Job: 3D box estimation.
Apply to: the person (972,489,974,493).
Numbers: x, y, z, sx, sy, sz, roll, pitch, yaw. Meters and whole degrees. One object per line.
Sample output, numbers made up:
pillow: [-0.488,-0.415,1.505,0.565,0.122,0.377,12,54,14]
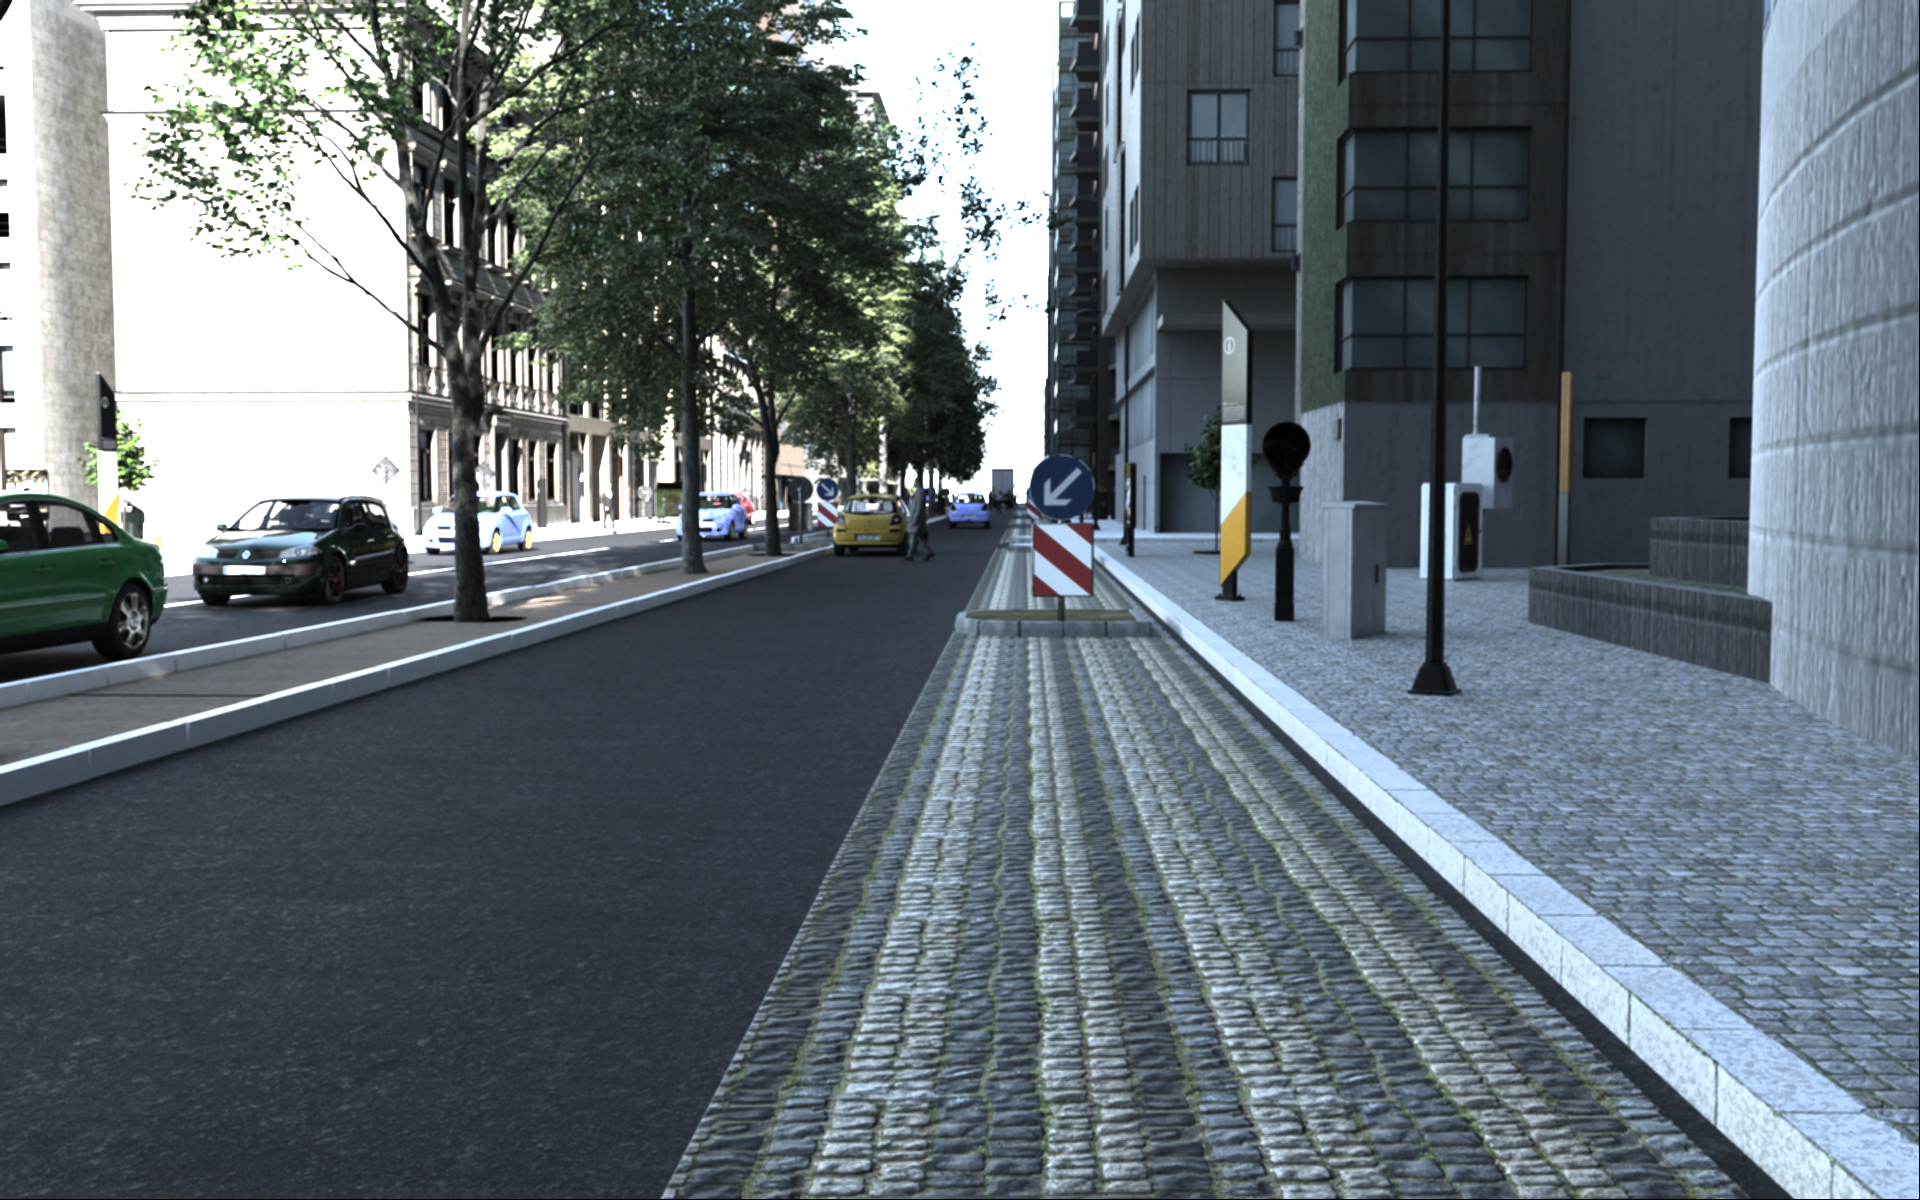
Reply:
person: [1.031,-7.836,136.621,1.348,1.824,0.705,0,4,1]

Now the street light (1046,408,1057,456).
street light: [5.577,-7.433,94.066,1.470,5.913,1.316,0,4,2]

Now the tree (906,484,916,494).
tree: [-8.891,-17.922,287.624,1.663,3.219,1.824,0,3,0]

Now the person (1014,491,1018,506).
person: [6.979,-12.731,216.590,0.705,1.831,1.348,-1,4,-18]

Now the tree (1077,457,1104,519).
tree: [6.446,-5.812,89.622,1.663,3.219,1.824,0,3,0]

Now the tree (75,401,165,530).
tree: [-17.231,-2.526,35.897,1.663,3.219,1.824,0,3,0]

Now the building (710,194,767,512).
building: [-19.547,-17.652,117.488,11.050,23.489,19.941,0,4,2]

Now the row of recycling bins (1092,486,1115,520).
row of recycling bins: [8.370,-4.887,87.012,3.534,1.692,1.069,1,4,13]

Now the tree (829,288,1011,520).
tree: [-2.123,-10.626,93.199,9.611,12.733,9.660,0,3,0]

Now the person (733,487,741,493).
person: [-12.648,-5.478,98.042,0.580,1.828,0.573,1,4,17]

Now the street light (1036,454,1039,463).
street light: [8.456,-12.099,170.355,1.470,5.913,1.316,0,4,2]

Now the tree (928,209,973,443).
tree: [-3.462,-8.289,56.106,7.486,12.596,7.792,0,3,0]

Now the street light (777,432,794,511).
street light: [-12.976,-9.556,128.783,1.470,5.913,1.316,0,4,2]

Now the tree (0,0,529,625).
tree: [-5.599,-5.568,19.248,9.928,11.665,9.643,0,3,0]

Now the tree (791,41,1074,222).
tree: [-2.057,-13.053,71.755,12.611,20.169,13.585,0,3,0]

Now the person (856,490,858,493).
person: [-7.641,-7.361,129.558,1.217,1.736,0.721,0,4,-7]

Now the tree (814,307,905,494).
tree: [-3.683,-6.705,62.439,4.737,8.622,4.395,0,3,0]

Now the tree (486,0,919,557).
tree: [-4.419,-6.821,39.740,9.928,11.665,9.643,0,3,0]

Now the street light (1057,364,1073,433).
street light: [4.319,-5.464,61.873,1.470,5.913,1.316,0,4,2]

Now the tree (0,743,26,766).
tree: [-5.729,-4.933,8.865,9.928,11.665,9.643,0,3,0]

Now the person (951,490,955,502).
person: [-0.641,-9.706,167.125,0.705,1.831,1.348,1,4,9]

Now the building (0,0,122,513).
building: [-36.020,-12.406,57.590,16.860,20.320,10.420,0,4,2]

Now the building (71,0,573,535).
building: [-21.319,-12.092,62.331,10.561,19.102,19.286,0,4,2]

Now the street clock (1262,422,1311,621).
street clock: [3.290,-0.792,17.519,0.471,2.002,0.358,0,4,8]

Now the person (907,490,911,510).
person: [-3.952,-7.421,130.504,0.551,1.740,0.621,1,4,16]

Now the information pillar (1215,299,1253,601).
information pillar: [3.302,-1.798,20.757,0.183,3.616,0.504,-2,4,-30]

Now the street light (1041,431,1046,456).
street light: [6.850,-9.432,126.755,1.470,5.913,1.316,0,4,2]

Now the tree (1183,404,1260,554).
tree: [5.658,-2.610,37.279,1.663,3.219,1.824,0,3,0]

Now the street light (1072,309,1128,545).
street light: [3.656,-4.350,43.669,1.470,5.913,1.316,0,4,2]

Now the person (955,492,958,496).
person: [-0.380,-16.753,283.192,1.217,1.735,0.721,0,4,2]

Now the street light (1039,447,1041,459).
street light: [7.230,-10.130,138.161,1.470,5.913,1.316,0,4,2]

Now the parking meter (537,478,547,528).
parking meter: [-15.635,-3.612,64.762,0.255,1.863,0.399,-2,4,-31]

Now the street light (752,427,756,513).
street light: [-13.457,-8.828,116.884,1.470,5.913,1.316,0,4,2]

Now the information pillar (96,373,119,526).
information pillar: [-16.617,-2.594,33.763,0.183,3.616,0.504,0,4,8]

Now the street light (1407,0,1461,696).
street light: [2.521,-2.354,11.033,1.470,5.913,1.316,0,4,2]

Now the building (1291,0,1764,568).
building: [13.913,-16.149,35.737,14.160,30.474,14.107,0,4,2]

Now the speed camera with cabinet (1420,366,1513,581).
speed camera with cabinet: [7.709,-1.952,26.258,0.660,3.252,2.038,3,5,41]

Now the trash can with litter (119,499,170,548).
trash can with litter: [-19.238,-1.801,40.838,1.055,1.170,0.624,-2,4,-27]

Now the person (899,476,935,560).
person: [-0.932,-1.764,37.437,0.767,1.812,0.694,0,4,-1]

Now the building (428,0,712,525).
building: [-25.476,-17.415,89.248,19.350,26.468,34.151,0,4,2]

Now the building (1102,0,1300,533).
building: [19.064,-29.165,66.085,27.495,52.752,28.713,0,4,2]

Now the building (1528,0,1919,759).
building: [14.899,-28.269,4.205,21.231,58.520,28.212,0,4,2]

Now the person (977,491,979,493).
person: [1.437,-8.477,147.815,0.721,1.735,1.217,1,4,15]

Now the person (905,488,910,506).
person: [-3.353,-5.930,105.572,0.709,1.813,0.853,1,4,12]

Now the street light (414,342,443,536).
street light: [-15.895,-4.890,52.496,1.470,5.913,1.316,0,4,2]

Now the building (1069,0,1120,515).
building: [18.284,-27.935,111.369,22.147,44.769,28.867,0,4,2]

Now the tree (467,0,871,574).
tree: [-4.720,-6.713,30.334,7.486,12.596,7.792,0,3,0]

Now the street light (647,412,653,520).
street light: [-14.642,-6.859,84.689,1.470,5.913,1.316,0,4,2]

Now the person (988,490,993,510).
person: [2.723,-8.902,154.592,0.434,1.755,0.990,2,4,24]

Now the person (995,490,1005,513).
person: [3.029,-7.487,131.857,0.756,1.711,0.436,0,3,0]

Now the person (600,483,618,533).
person: [-12.792,-3.361,63.229,0.659,1.850,0.755,-3,4,-38]

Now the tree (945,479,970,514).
tree: [-0.906,-10.558,125.437,4.360,8.622,3.978,0,3,0]

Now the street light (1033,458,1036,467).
street light: [9.615,-14.079,202.734,1.470,5.913,1.316,0,4,2]

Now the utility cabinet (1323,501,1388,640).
utility cabinet: [3.589,-0.277,15.689,0.306,1.237,1.020,2,4,30]

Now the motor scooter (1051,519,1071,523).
motor scooter: [2.035,-1.350,34.855,0.815,1.314,1.986,0,4,3]

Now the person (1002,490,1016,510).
person: [4.334,-8.925,154.521,1.348,1.812,0.705,-1,4,-15]
